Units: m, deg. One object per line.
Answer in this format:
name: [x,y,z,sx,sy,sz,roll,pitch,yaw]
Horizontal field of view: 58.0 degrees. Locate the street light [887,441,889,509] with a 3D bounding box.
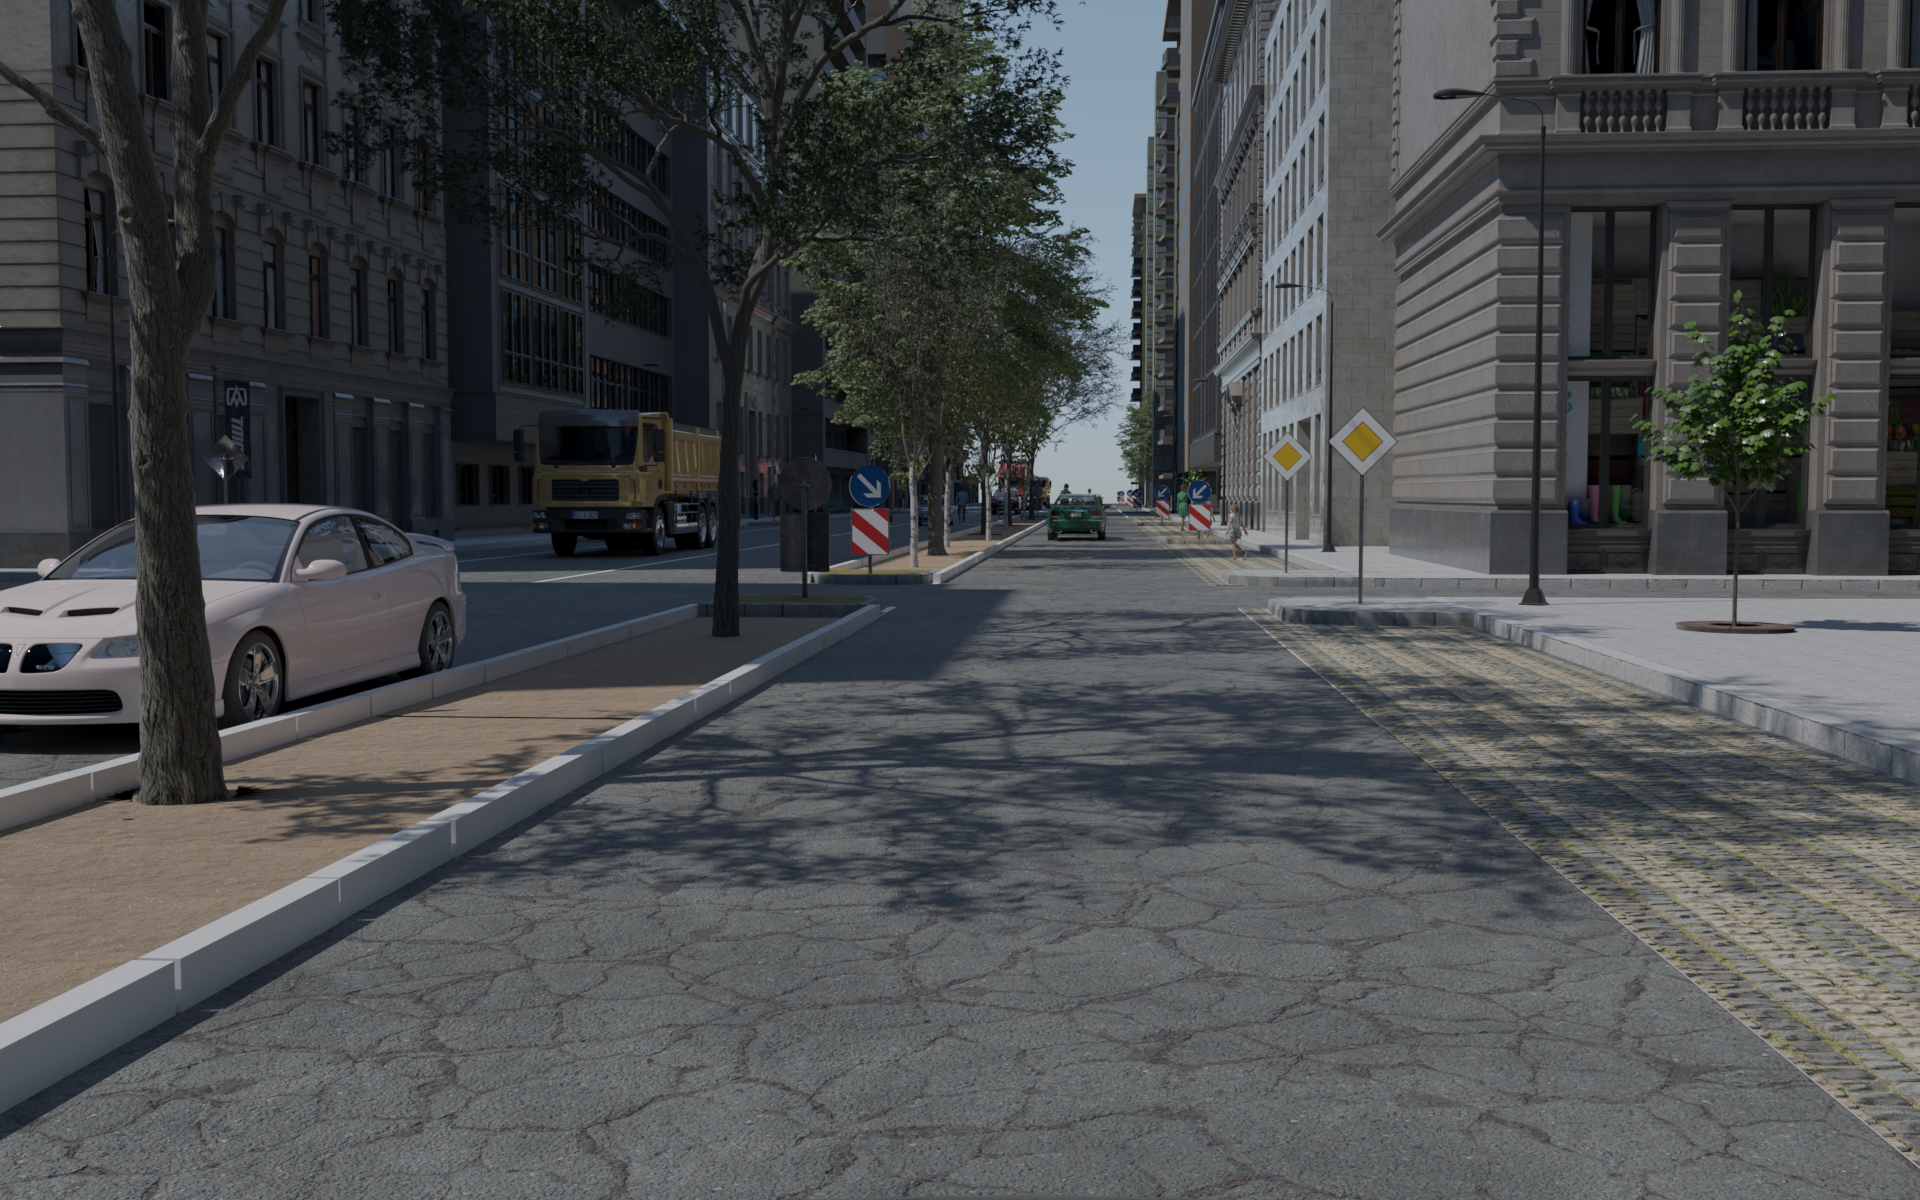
street light: [-5.274,-10.150,138.497,1.470,5.913,1.316,0,4,5]

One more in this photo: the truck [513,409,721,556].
truck: [-8.056,-2.848,42.484,3.469,3.379,9.791,0,4,4]

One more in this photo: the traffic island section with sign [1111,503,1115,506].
traffic island section with sign: [19.522,-12.314,209.968,1.989,1.847,2.006,0,4,5]

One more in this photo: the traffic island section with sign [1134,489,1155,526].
traffic island section with sign: [8.954,-4.234,77.854,1.989,1.847,2.006,0,4,5]

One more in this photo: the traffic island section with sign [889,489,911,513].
traffic island section with sign: [-4.556,-7.381,129.299,1.989,1.847,2.006,0,4,5]

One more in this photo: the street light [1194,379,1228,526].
street light: [10.140,-5.959,69.970,1.470,5.913,1.316,0,4,5]

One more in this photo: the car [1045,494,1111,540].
car: [3.740,-2.654,55.189,2.131,1.459,4.920,0,4,5]

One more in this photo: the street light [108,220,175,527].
street light: [-13.899,-3.484,29.509,1.470,5.913,1.316,0,4,5]

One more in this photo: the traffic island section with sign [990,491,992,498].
traffic island section with sign: [4.173,-14.057,238.453,1.989,1.847,2.006,0,4,5]

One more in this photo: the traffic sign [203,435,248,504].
traffic sign: [-12.495,-1.581,29.490,0.795,2.450,0.064,0,4,5]

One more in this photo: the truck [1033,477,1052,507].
truck: [8.741,-12.182,195.105,3.469,3.379,9.791,0,4,5]

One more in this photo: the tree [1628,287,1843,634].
tree: [7.357,-1.333,16.391,1.663,3.219,1.824,0,3,0]

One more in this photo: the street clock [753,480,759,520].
street clock: [-10.150,-4.992,86.196,0.358,2.002,0.471,0,4,5]

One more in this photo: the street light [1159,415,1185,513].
street light: [12.626,-7.904,101.775,1.470,5.913,1.316,0,4,5]

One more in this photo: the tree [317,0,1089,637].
tree: [-2.398,-4.882,16.695,8.767,10.594,7.601,0,4,5]

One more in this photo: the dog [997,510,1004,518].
dog: [2.491,-5.141,103.336,0.406,0.507,0.540,3,5,40]

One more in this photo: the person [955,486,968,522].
person: [0.085,-4.827,87.440,0.660,1.820,0.620,-1,4,-11]

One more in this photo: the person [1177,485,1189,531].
person: [8.585,-3.546,66.717,0.600,1.795,0.529,2,4,32]

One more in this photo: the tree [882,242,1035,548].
tree: [-0.368,-5.716,46.274,4.737,8.622,4.395,0,3,0]

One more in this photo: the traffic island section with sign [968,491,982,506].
traffic island section with sign: [2.006,-12.400,211.360,1.989,1.847,2.006,0,4,5]

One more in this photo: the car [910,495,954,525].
car: [-1.236,-4.109,79.184,2.014,1.417,4.499,0,4,4]

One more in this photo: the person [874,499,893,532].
person: [-2.907,-3.363,63.455,0.822,1.834,0.622,0,4,6]

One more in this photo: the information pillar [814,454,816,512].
information pillar: [-8.402,-6.682,100.604,0.183,3.616,0.504,0,4,1]

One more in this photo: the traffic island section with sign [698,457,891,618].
traffic island section with sign: [-1.985,-0.783,20.940,2.006,1.907,1.989,0,4,5]

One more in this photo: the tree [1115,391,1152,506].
tree: [20.656,-16.613,189.742,7.486,12.596,7.792,0,3,0]

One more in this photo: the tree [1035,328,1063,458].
tree: [1.812,-7.133,69.451,4.737,8.622,4.395,0,3,0]

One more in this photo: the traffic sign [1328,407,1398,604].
traffic sign: [4.656,-1.006,20.094,0.795,2.450,0.064,0,4,5]

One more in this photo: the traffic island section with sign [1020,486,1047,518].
traffic island section with sign: [4.590,-5.816,103.224,2.006,1.907,1.989,0,4,5]

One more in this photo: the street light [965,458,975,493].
street light: [1.276,-15.200,221.055,1.470,5.913,1.316,0,4,5]

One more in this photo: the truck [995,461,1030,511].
truck: [4.696,-9.789,148.957,2.839,4.237,11.283,0,4,5]

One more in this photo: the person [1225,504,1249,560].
person: [5.908,-1.442,37.096,0.505,1.210,0.382,-3,5,-43]

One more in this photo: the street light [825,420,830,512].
street light: [-7.743,-8.164,106.022,1.470,5.913,1.316,0,4,5]

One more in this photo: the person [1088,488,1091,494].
person: [6.991,-5.083,92.279,0.731,1.740,0.598,1,4,10]

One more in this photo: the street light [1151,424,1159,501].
street light: [13.624,-8.712,114.976,1.470,5.913,1.316,0,4,5]

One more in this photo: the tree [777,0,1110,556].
tree: [-0.484,-7.269,39.438,7.486,12.596,7.792,0,3,0]

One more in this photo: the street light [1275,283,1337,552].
street light: [7.620,-4.014,38.167,1.470,5.913,1.316,0,4,5]

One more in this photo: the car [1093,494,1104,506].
car: [16.627,-12.304,212.960,2.131,1.459,4.920,0,4,6]

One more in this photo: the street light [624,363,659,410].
street light: [-11.362,-5.447,61.595,1.470,5.913,1.316,0,4,5]

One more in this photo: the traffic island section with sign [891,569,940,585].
traffic island section with sign: [-1.385,-1.235,28.323,2.006,1.907,1.989,0,4,5]

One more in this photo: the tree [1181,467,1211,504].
tree: [14.093,-6.743,104.852,1.663,3.219,1.824,0,3,0]

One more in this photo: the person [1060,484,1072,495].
person: [4.129,-3.727,69.239,0.655,1.846,0.447,-2,4,-31]

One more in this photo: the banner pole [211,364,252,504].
banner pole: [-14.175,-2.667,33.624,0.863,3.779,0.401,-2,4,-31]

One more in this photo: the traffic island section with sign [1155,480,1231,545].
traffic island section with sign: [6.722,-2.513,49.723,1.989,1.847,2.006,0,4,5]

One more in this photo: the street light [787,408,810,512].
street light: [-8.759,-7.391,93.391,1.470,5.913,1.316,0,4,5]

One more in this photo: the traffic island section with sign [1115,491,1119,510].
traffic island section with sign: [15.085,-8.924,154.537,1.989,1.847,2.006,0,4,5]

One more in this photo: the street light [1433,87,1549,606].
street light: [6.107,-2.898,19.929,1.470,5.913,1.316,0,4,5]

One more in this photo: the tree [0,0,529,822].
tree: [-3.739,-4.873,7.894,9.928,11.665,9.643,0,3,0]

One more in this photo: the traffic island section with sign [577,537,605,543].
traffic island section with sign: [-10.727,-2.651,51.976,1.989,1.847,2.006,0,4,5]

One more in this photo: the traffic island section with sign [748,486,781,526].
traffic island section with sign: [-8.541,-4.320,79.256,1.989,1.847,2.006,0,4,5]

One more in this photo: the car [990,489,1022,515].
car: [3.219,-6.907,121.605,2.281,1.827,5.304,0,4,5]

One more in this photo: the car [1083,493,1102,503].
car: [7.242,-5.571,100.873,2.009,1.686,4.222,0,4,6]

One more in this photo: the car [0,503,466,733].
car: [-4.950,0.033,11.820,2.083,1.381,4.827,0,4,5]

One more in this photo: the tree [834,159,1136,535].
tree: [0.849,-9.001,60.000,12.009,13.543,11.850,0,3,0]

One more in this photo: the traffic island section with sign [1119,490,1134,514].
traffic island section with sign: [12.939,-7.278,127.621,1.989,1.847,2.006,0,4,5]

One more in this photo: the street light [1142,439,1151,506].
street light: [16.357,-10.689,147.303,1.470,5.913,1.316,0,4,5]

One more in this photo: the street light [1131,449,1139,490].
street light: [18.756,-12.636,179.131,1.470,5.913,1.316,0,4,5]

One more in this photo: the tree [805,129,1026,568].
tree: [-0.888,-4.910,33.098,4.360,8.622,3.978,0,3,0]

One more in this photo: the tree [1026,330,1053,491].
tree: [0.864,-6.057,51.853,4.360,8.622,3.978,0,3,0]

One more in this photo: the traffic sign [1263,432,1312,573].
traffic sign: [5.292,-1.493,28.054,0.795,2.450,0.064,0,4,5]
